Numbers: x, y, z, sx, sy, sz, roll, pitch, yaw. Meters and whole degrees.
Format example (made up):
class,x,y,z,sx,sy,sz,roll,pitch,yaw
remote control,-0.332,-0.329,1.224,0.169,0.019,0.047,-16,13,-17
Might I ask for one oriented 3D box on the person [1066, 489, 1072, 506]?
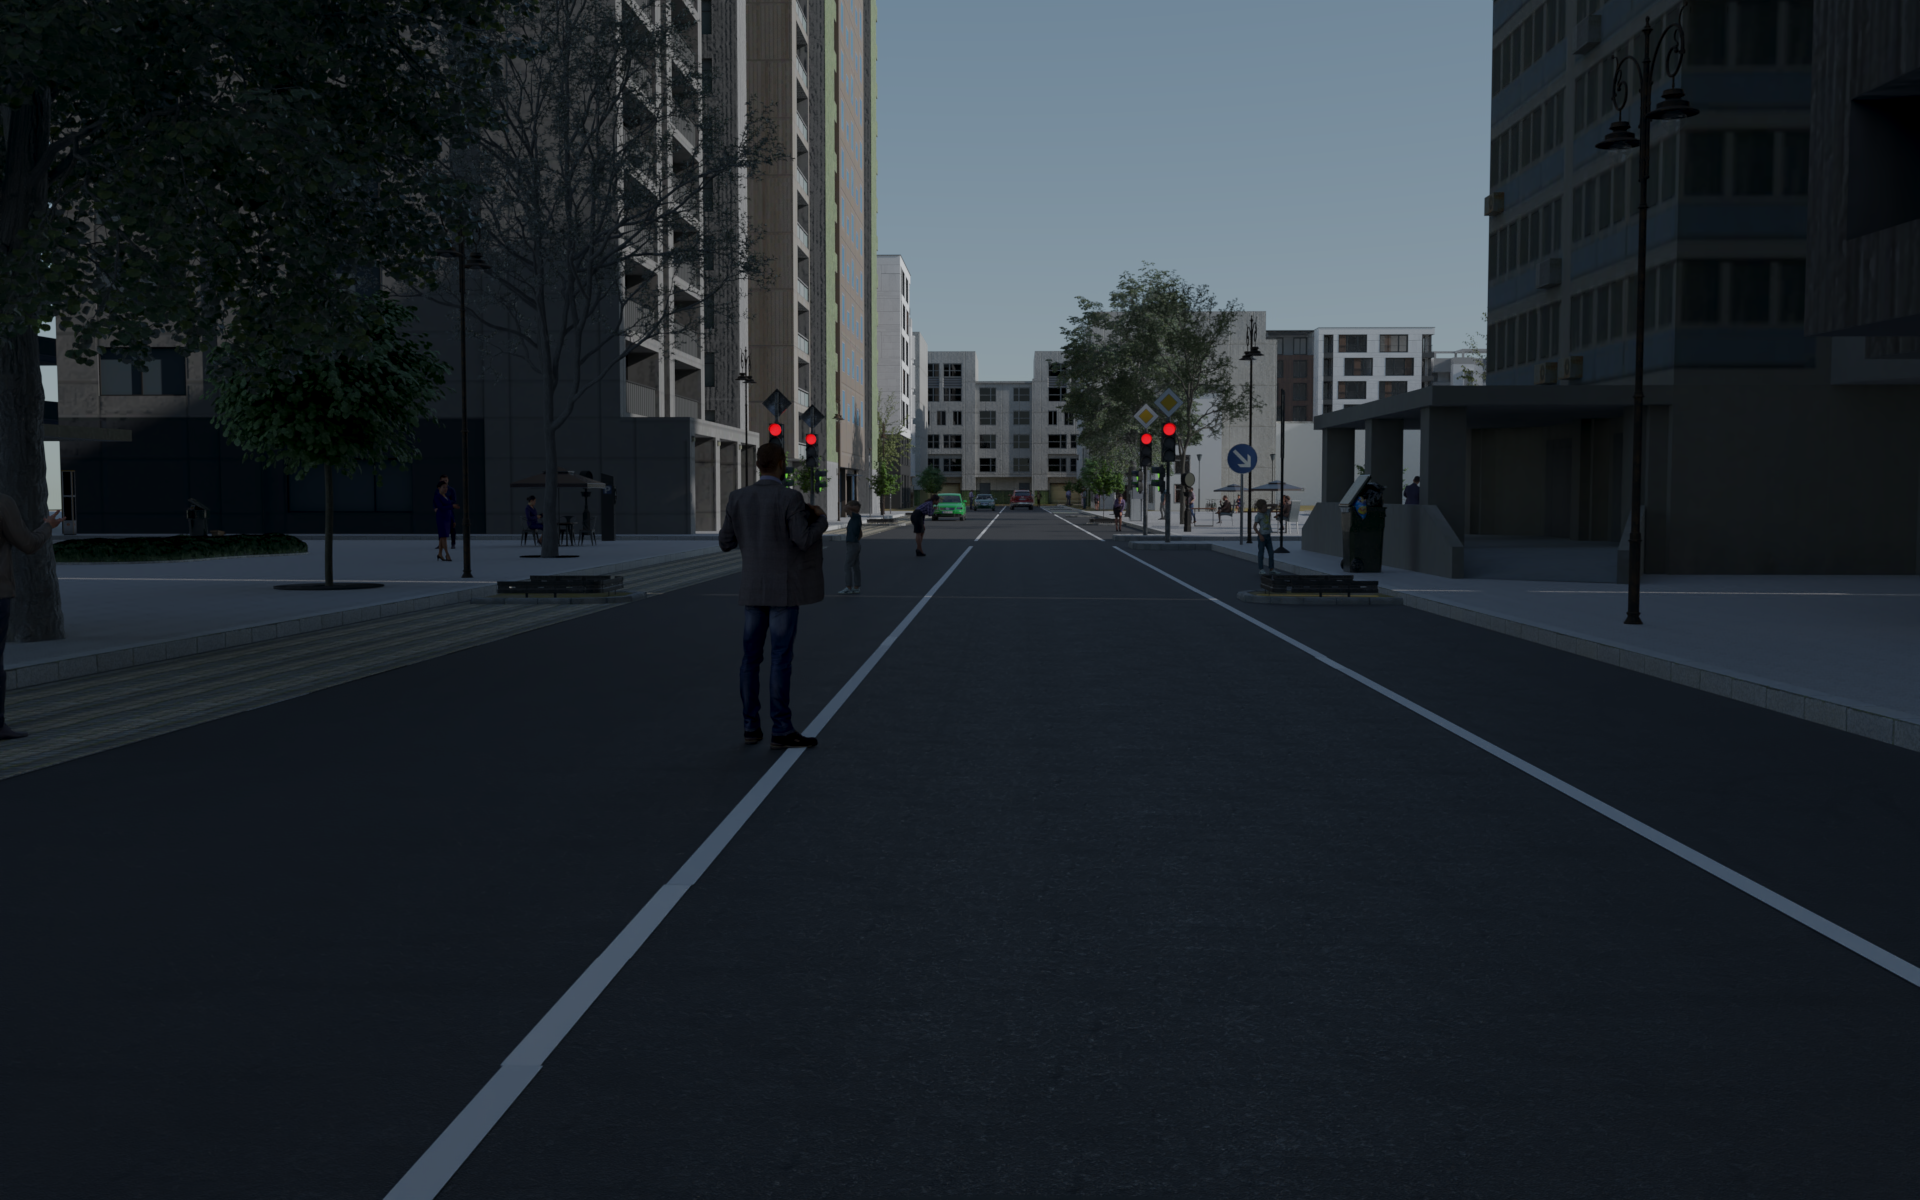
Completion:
class,x,y,z,sx,sy,sz,roll,pitch,yaw
person,11.952,-11.259,189.997,0.709,1.838,0.599,1,4,16

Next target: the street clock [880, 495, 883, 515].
class,x,y,z,sx,sy,sz,roll,pitch,yaw
street clock,-4.724,-6.128,104.771,0.471,2.002,0.358,0,4,0

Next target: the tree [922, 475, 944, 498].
class,x,y,z,sx,sy,sz,roll,pitch,yaw
tree,-2.807,-11.755,186.791,1.663,3.219,1.824,0,3,0

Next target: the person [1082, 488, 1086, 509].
class,x,y,z,sx,sy,sz,roll,pitch,yaw
person,10.659,-8.722,148.731,0.705,1.814,1.350,0,4,-6

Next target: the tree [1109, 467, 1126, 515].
class,x,y,z,sx,sy,sz,roll,pitch,yaw
tree,9.821,-6.888,107.224,1.663,3.219,1.824,0,3,0

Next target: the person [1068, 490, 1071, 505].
class,x,y,z,sx,sy,sz,roll,pitch,yaw
person,12.376,-11.503,195.053,0.436,1.711,0.756,3,5,40

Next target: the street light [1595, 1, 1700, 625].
class,x,y,z,sx,sy,sz,roll,pitch,yaw
street light,6.649,-2.699,16.925,0.468,5.910,1.993,0,4,2

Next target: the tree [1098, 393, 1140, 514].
class,x,y,z,sx,sy,sz,roll,pitch,yaw
tree,10.036,-9.885,111.980,4.360,8.622,3.978,0,3,0

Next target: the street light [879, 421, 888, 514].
class,x,y,z,sx,sy,sz,roll,pitch,yaw
street light,-4.815,-8.355,109.384,0.468,5.910,1.993,0,4,2

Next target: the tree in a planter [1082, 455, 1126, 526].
class,x,y,z,sx,sy,sz,roll,pitch,yaw
tree in a planter,6.626,-5.048,79.758,1.991,3.239,1.994,0,4,2

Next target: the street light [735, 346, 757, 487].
class,x,y,z,sx,sy,sz,roll,pitch,yaw
street light,-6.708,-4.992,54.400,0.468,5.910,1.993,0,4,2

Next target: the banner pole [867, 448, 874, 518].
class,x,y,z,sx,sy,sz,roll,pitch,yaw
banner pole,-4.894,-6.356,93.935,0.401,3.779,0.863,0,4,3

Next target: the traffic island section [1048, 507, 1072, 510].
class,x,y,z,sx,sy,sz,roll,pitch,yaw
traffic island section,9.091,-8.121,155.649,1.991,0.108,1.994,0,4,2

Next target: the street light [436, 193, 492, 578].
class,x,y,z,sx,sy,sz,roll,pitch,yaw
street light,-7.555,-3.278,26.377,0.468,5.910,1.993,0,4,2

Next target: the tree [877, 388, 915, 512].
class,x,y,z,sx,sy,sz,roll,pitch,yaw
tree,-5.524,-10.465,121.464,4.737,8.622,4.395,0,3,0

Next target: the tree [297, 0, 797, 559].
class,x,y,z,sx,sy,sz,roll,pitch,yaw
tree,-8.120,-7.595,34.548,12.009,13.543,11.850,0,3,0

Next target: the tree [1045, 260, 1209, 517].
class,x,y,z,sx,sy,sz,roll,pitch,yaw
tree,9.558,-11.607,96.424,9.857,13.997,8.962,0,3,0

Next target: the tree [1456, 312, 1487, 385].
class,x,y,z,sx,sy,sz,roll,pitch,yaw
tree,20.302,-6.909,63.324,4.737,8.622,4.395,0,3,0

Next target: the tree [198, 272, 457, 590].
class,x,y,z,sx,sy,sz,roll,pitch,yaw
tree,-8.606,-2.436,23.540,4.285,4.588,4.351,0,3,0

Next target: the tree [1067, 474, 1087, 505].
class,x,y,z,sx,sy,sz,roll,pitch,yaw
tree,11.617,-10.546,167.020,1.663,3.219,1.824,0,3,0

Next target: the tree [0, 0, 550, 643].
class,x,y,z,sx,sy,sz,roll,pitch,yaw
tree,-8.151,-6.619,14.875,9.857,13.997,8.962,0,3,0

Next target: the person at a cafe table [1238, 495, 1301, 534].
class,x,y,z,sx,sy,sz,roll,pitch,yaw
person at a cafe table,10.279,-2.783,56.368,1.698,1.238,1.726,-3,4,-38

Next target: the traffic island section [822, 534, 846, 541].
class,x,y,z,sx,sy,sz,roll,pitch,yaw
traffic island section,-4.632,-1.954,54.224,2.009,0.180,2.903,0,4,2

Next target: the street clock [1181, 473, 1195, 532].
class,x,y,z,sx,sy,sz,roll,pitch,yaw
street clock,7.701,-3.303,58.574,0.471,2.002,0.358,-3,4,-36

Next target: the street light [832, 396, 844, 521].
class,x,y,z,sx,sy,sz,roll,pitch,yaw
street light,-5.741,-6.673,81.891,0.468,5.910,1.993,0,4,2

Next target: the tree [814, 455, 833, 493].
class,x,y,z,sx,sy,sz,roll,pitch,yaw
tree,-6.209,-4.738,72.071,1.663,3.219,1.824,0,3,0

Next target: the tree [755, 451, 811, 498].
class,x,y,z,sx,sy,sz,roll,pitch,yaw
tree,-6.973,-4.447,67.307,1.663,3.219,1.824,0,3,0

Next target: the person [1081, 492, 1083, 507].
class,x,y,z,sx,sy,sz,roll,pitch,yaw
person,12.222,-10.111,172.032,0.551,1.740,0.621,2,4,25

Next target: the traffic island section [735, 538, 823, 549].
class,x,y,z,sx,sy,sz,roll,pitch,yaw
traffic island section,-4.891,-1.466,46.243,2.009,0.180,2.903,0,4,2

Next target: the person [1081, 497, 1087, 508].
class,x,y,z,sx,sy,sz,roll,pitch,yaw
person,11.286,-9.000,156.413,0.991,1.433,0.599,-3,5,-42

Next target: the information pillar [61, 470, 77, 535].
class,x,y,z,sx,sy,sz,roll,pitch,yaw
information pillar,-27.777,-3.028,54.001,0.304,2.012,0.304,-1,4,-10

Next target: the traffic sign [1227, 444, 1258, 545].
class,x,y,z,sx,sy,sz,roll,pitch,yaw
traffic sign,7.128,-2.672,43.800,0.768,2.556,0.104,0,4,8

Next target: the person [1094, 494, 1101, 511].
class,x,y,z,sx,sy,sz,roll,pitch,yaw
person,10.625,-7.605,133.624,0.421,1.427,0.697,-2,4,-29

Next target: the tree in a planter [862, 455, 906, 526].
class,x,y,z,sx,sy,sz,roll,pitch,yaw
tree in a planter,-3.499,-4.987,78.755,1.991,3.239,1.994,0,4,2

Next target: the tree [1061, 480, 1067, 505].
class,x,y,z,sx,sy,sz,roll,pitch,yaw
tree,13.081,-12.921,205.867,1.663,3.219,1.824,0,3,0

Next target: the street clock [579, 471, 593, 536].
class,x,y,z,sx,sy,sz,roll,pitch,yaw
street clock,-11.556,-2.995,53.542,0.358,2.002,0.471,1,4,20

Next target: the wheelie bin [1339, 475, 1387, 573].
class,x,y,z,sx,sy,sz,roll,pitch,yaw
wheelie bin,6.625,-1.256,28.446,0.693,1.594,0.980,0,4,-3

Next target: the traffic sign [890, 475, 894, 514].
class,x,y,z,sx,sy,sz,roll,pitch,yaw
traffic sign,-4.461,-6.785,111.044,0.768,2.556,0.104,0,4,5

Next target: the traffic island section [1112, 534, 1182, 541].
class,x,y,z,sx,sy,sz,roll,pitch,yaw
traffic island section,5.784,-1.933,53.882,2.009,0.180,2.903,0,4,2

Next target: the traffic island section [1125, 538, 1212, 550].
class,x,y,z,sx,sy,sz,roll,pitch,yaw
traffic island section,5.524,-1.445,45.901,2.009,0.180,2.903,0,4,2

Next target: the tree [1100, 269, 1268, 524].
class,x,y,z,sx,sy,sz,roll,pitch,yaw
tree,9.139,-8.461,72.753,7.601,10.594,8.767,-3,5,-39

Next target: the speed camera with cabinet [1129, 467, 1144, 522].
class,x,y,z,sx,sy,sz,roll,pitch,yaw
speed camera with cabinet,8.324,-5.343,81.686,0.660,3.252,2.038,0,4,1

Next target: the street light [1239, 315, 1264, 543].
class,x,y,z,sx,sy,sz,roll,pitch,yaw
street light,7.537,-4.412,44.930,0.468,5.910,1.993,0,4,2

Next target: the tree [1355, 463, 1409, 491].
class,x,y,z,sx,sy,sz,roll,pitch,yaw
tree,14.183,-3.948,59.149,1.663,3.219,1.824,0,3,0

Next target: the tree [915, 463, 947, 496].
class,x,y,z,sx,sy,sz,roll,pitch,yaw
tree,-2.940,-12.168,182.656,4.285,4.588,4.351,0,3,0

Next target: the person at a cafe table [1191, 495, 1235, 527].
class,x,y,z,sx,sy,sz,roll,pitch,yaw
person at a cafe table,10.054,-3.541,68.751,1.726,1.238,1.698,1,4,8

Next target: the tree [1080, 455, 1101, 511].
class,x,y,z,sx,sy,sz,roll,pitch,yaw
tree,10.427,-8.921,129.577,4.285,4.588,4.351,0,3,0

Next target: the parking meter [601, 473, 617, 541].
class,x,y,z,sx,sy,sz,roll,pitch,yaw
parking meter,-9.592,-2.545,47.315,0.399,1.863,0.255,0,4,-1
